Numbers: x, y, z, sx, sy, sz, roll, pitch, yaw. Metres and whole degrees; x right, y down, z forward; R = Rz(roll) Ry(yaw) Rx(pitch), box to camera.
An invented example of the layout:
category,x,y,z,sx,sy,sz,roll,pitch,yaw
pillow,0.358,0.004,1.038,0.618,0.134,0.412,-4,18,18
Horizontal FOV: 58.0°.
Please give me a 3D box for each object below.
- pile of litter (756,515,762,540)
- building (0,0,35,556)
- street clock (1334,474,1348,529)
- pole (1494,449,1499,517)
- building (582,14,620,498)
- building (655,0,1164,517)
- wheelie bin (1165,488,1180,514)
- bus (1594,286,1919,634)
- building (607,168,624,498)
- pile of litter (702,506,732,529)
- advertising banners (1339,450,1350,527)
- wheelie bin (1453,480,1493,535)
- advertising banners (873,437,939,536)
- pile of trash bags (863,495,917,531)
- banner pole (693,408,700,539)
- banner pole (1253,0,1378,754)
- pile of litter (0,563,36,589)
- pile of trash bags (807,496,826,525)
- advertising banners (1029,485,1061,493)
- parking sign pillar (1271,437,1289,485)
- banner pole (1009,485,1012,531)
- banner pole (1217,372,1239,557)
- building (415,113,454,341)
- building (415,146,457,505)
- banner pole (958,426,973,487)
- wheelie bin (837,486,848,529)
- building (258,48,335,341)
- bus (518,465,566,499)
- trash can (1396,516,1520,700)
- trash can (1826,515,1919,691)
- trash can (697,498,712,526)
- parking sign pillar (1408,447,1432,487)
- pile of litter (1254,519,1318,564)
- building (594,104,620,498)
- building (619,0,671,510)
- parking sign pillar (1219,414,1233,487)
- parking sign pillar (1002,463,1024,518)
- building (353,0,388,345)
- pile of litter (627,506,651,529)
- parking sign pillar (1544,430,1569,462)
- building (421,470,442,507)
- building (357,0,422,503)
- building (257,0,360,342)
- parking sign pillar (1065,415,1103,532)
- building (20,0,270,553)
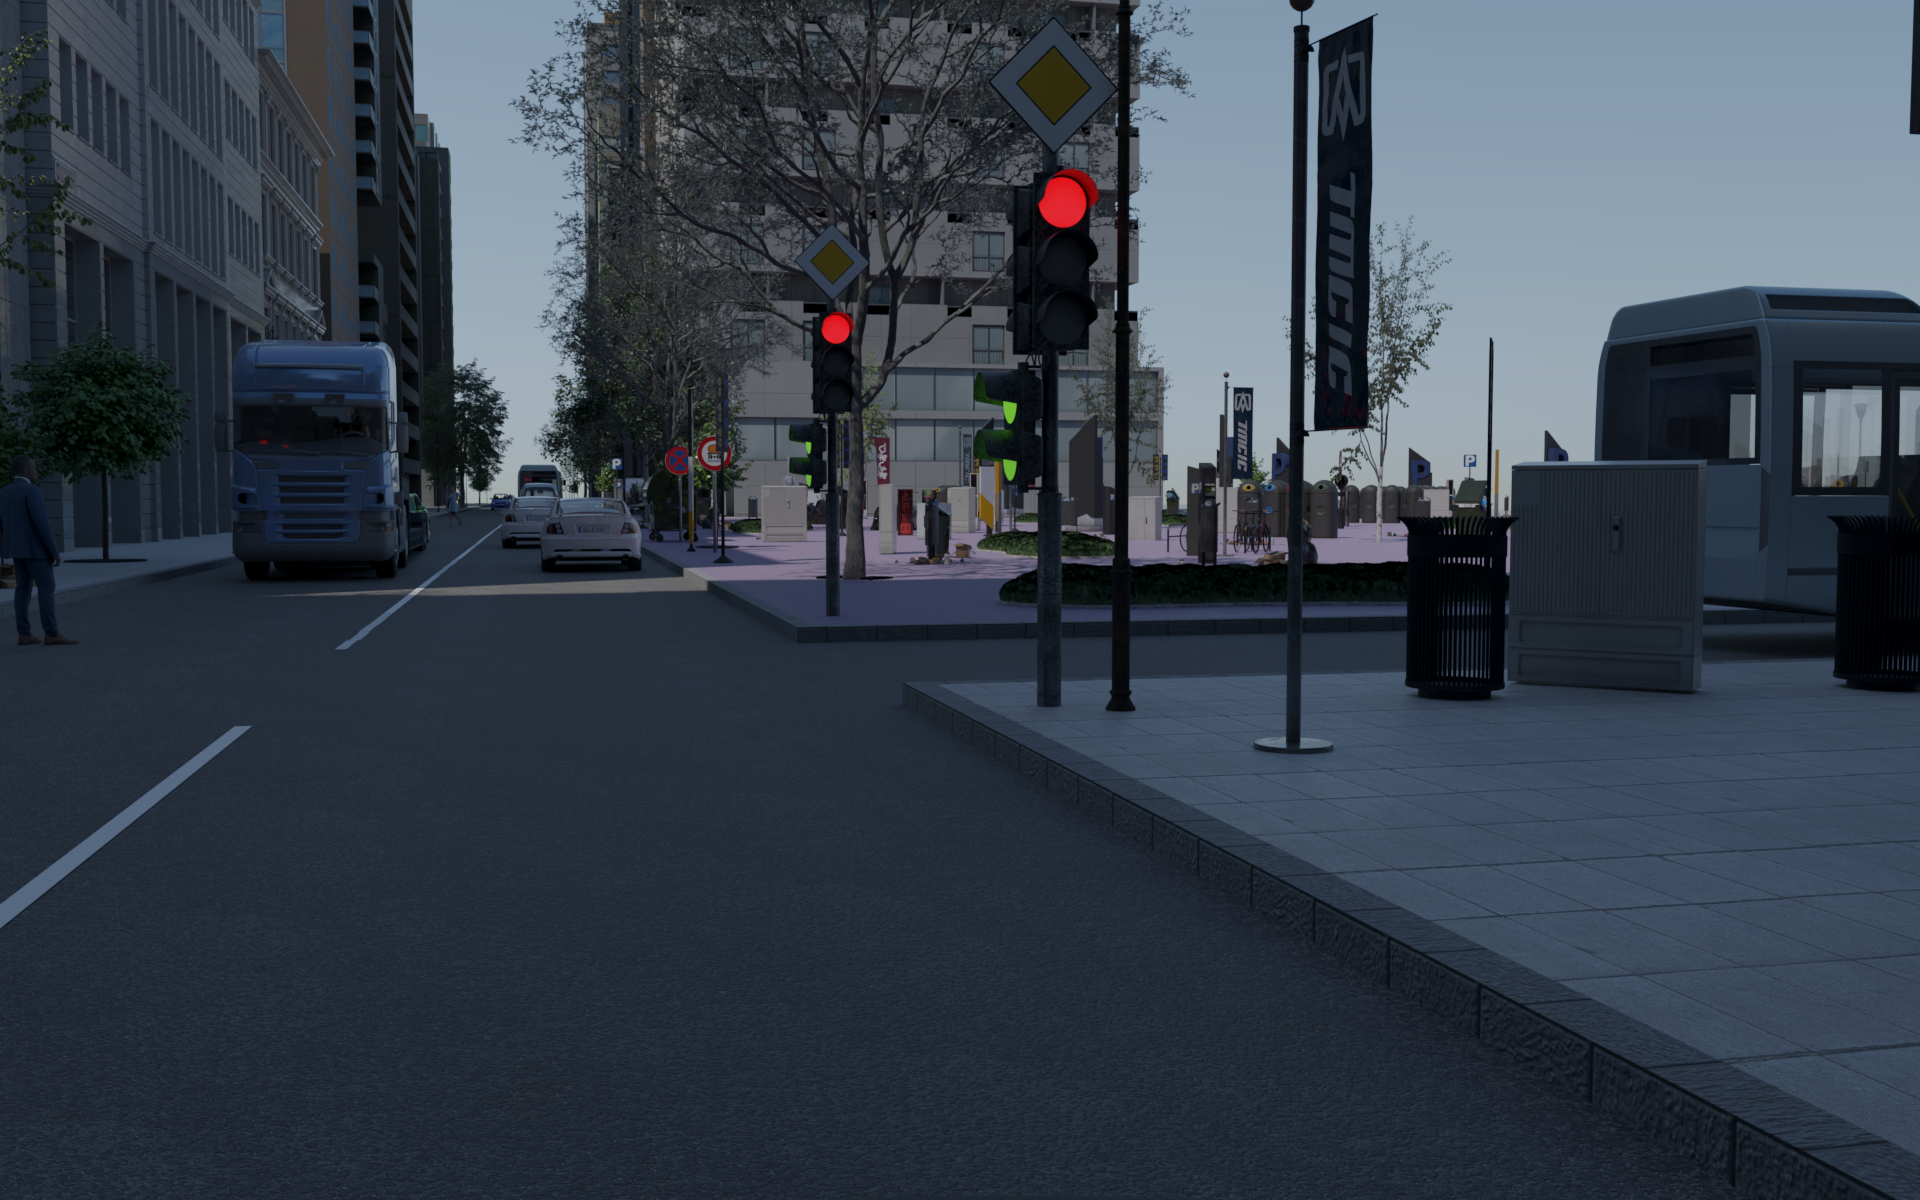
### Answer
category,x,y,z,sx,sy,sz,roll,pitch,yaw
pile of litter,-5.127,-2.122,48.654,1.176,0.858,1.719,-1,4,-13
building,-23.474,-12.701,25.687,12.078,24.808,19.932,-1,4,-14
street clock,14.058,-3.628,63.894,0.471,2.002,0.358,3,5,44
pole,24.533,-5.218,79.161,0.158,3.312,0.155,0,3,0
building,-37.106,-41.542,221.216,21.231,58.520,28.212,-1,4,-14
building,-4.863,-31.833,109.705,28.713,52.752,27.495,-1,4,-14
wheelie bin,10.456,-4.725,85.158,0.693,1.594,0.980,1,4,13
bus,13.103,-1.403,17.792,13.247,3.499,2.948,-1,4,-14
building,-24.822,-23.591,157.418,14.160,30.474,14.107,-1,4,-14
pile of litter,-8.876,-3.070,64.161,1.176,0.858,1.719,3,5,41
advertising banners,15.162,-4.416,68.385,0.090,3.025,2.074,0,4,2
wheelie bin,11.695,-1.932,39.504,0.980,1.594,0.693,3,5,45
advertising banners,-1.660,-3.502,53.440,2.074,3.025,0.090,-1,4,-13
pile of trash bags,-2.457,-3.134,60.991,3.447,1.369,1.912,-3,4,-38
banner pole,-7.722,-3.677,50.140,0.401,3.779,0.863,0,4,-5
banner pole,1.760,-1.125,8.408,0.401,3.779,0.863,-1,4,-20
pile of litter,-13.296,-0.618,24.067,1.176,0.858,1.719,0,4,-7
pile of trash bags,-6.234,-3.870,73.032,3.447,1.369,1.912,-2,4,-24
advertising banners,3.470,-4.646,72.155,0.090,3.025,2.074,-3,5,-39
parking sign pillar,15.267,-5.710,81.823,1.447,3.967,1.447,-2,4,-26
banner pole,1.515,-3.296,43.905,0.863,3.779,0.401,0,4,-5
banner pole,5.672,-2.791,35.644,0.863,3.779,0.401,-1,4,-19
building,-75.554,-36.564,217.425,23.786,49.044,30.456,-1,4,-14
building,-65.240,-31.405,197.060,14.154,41.232,14.086,-1,4,-14
banner pole,0.164,-4.496,63.518,0.401,3.779,0.863,3,5,44
wheelie bin,-4.461,-3.441,64.168,0.693,1.594,0.980,-2,4,-23
building,-34.209,-14.600,74.864,11.583,22.565,21.152,-1,4,-14
bus,-27.663,-7.319,114.527,2.948,3.499,13.247,-1,4,-12
trash can,3.142,0.042,10.972,0.748,1.137,0.748,0,3,0
trash can,6.128,0.013,11.449,0.748,1.137,0.748,0,3,0
trash can,-10.354,-3.570,70.023,0.748,1.137,0.748,0,3,0
parking sign pillar,26.564,-6.820,99.973,1.447,3.967,1.447,0,4,-8
pile of litter,5.615,-0.979,29.972,1.176,0.858,1.719,3,4,38
building,-31.563,-30.713,185.753,14.154,41.232,14.086,-1,4,-14
building,-20.456,-30.097,142.192,14.600,45.320,14.200,-1,4,-14
parking sign pillar,9.099,-4.324,59.163,1.447,3.967,1.447,1,4,12
parking sign pillar,2.869,-6.464,94.161,1.447,3.967,1.447,-3,5,-42
building,-48.788,-48.935,112.753,22.319,86.520,31.000,-1,4,-14
pile of litter,-11.958,-3.060,64.000,1.176,0.858,1.719,-1,4,-18
parking sign pillar,25.322,-5.202,73.519,1.447,3.967,1.447,-3,4,-38
building,-64.908,-45.270,178.413,20.563,71.187,20.611,-1,4,-14
building,-55.957,-31.613,140.578,21.300,48.544,21.600,-1,4,-14
building,-40.422,-27.077,92.821,14.600,45.320,14.200,-1,4,-14
parking sign pillar,4.319,-4.339,59.412,1.447,3.967,1.447,-3,4,-38
building,-28.236,-16.662,49.924,11.434,29.767,29.804,-1,4,-14
